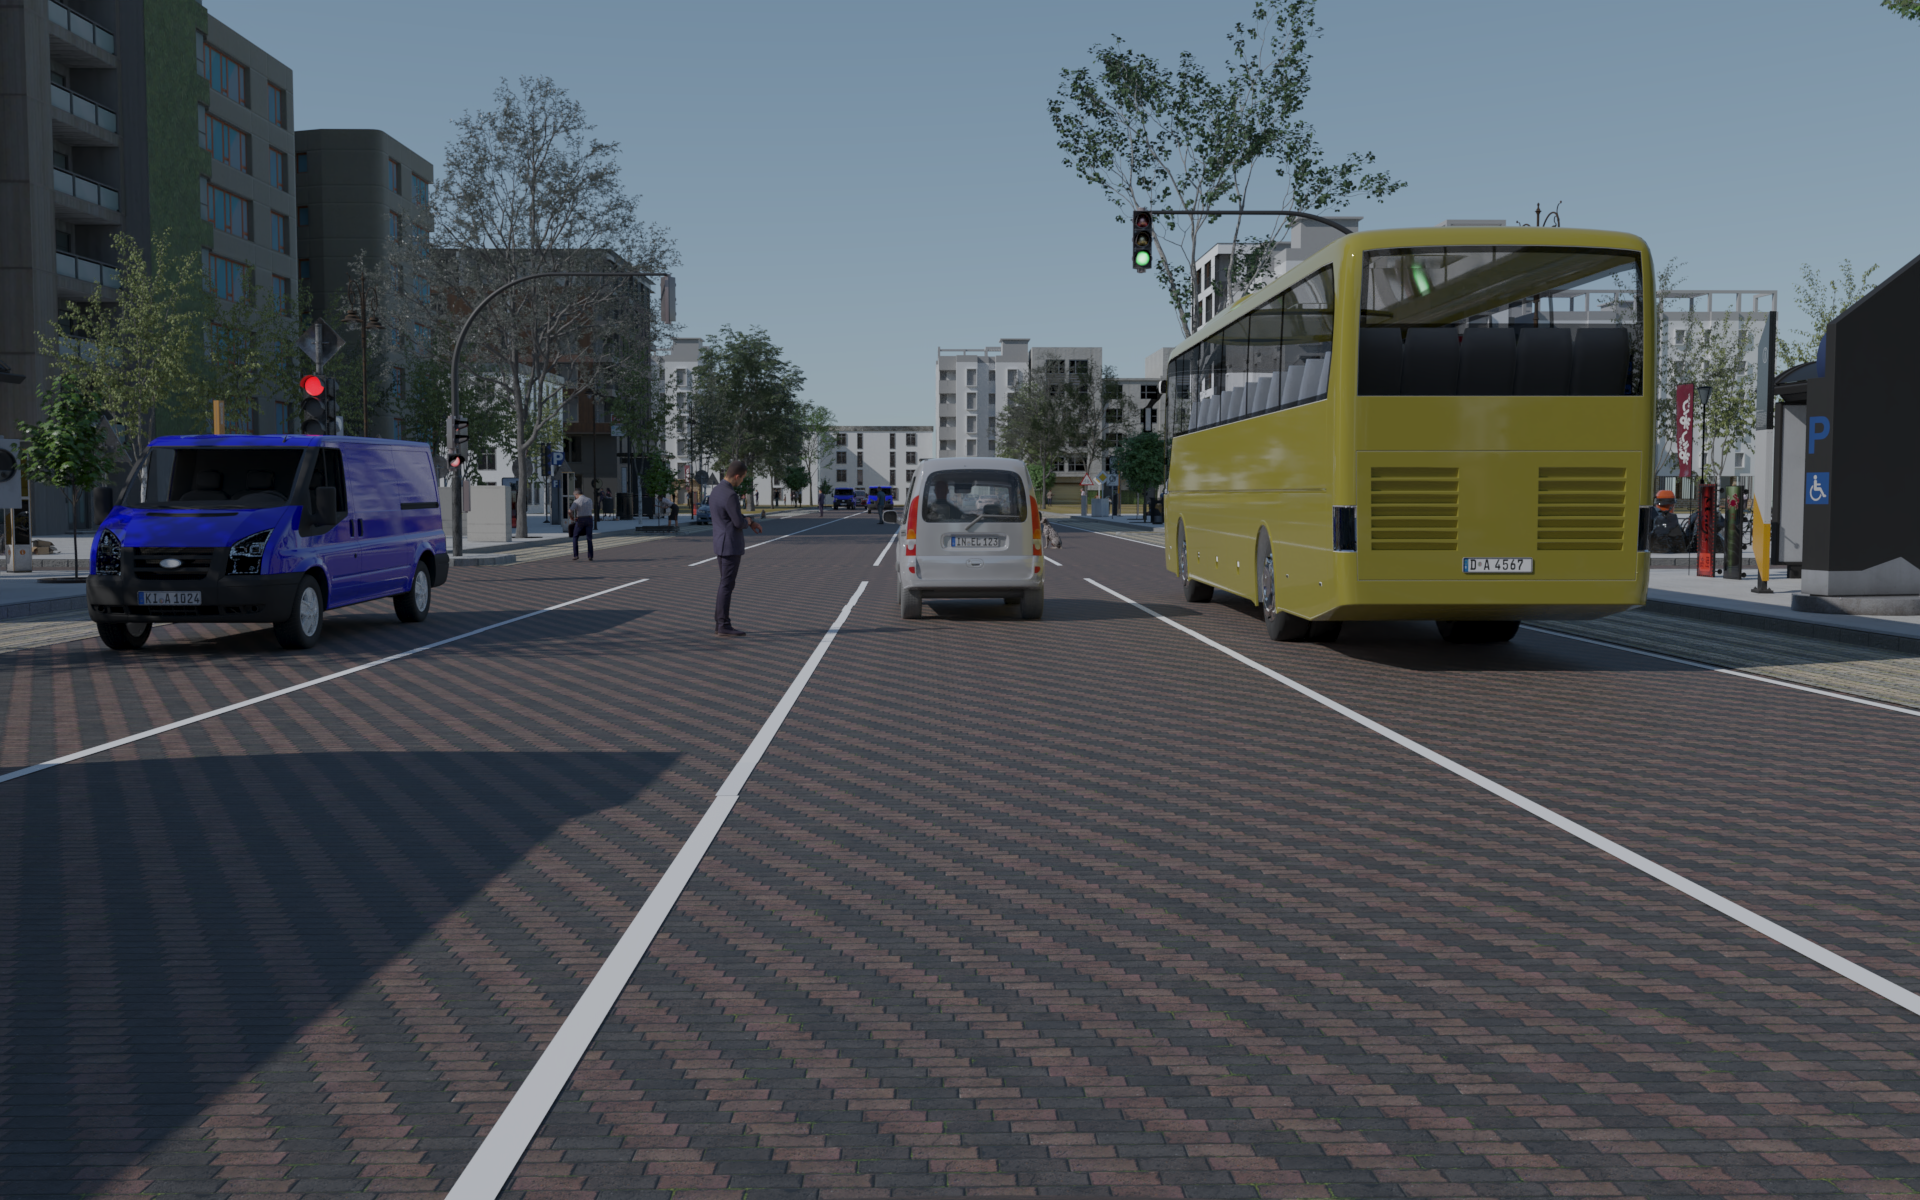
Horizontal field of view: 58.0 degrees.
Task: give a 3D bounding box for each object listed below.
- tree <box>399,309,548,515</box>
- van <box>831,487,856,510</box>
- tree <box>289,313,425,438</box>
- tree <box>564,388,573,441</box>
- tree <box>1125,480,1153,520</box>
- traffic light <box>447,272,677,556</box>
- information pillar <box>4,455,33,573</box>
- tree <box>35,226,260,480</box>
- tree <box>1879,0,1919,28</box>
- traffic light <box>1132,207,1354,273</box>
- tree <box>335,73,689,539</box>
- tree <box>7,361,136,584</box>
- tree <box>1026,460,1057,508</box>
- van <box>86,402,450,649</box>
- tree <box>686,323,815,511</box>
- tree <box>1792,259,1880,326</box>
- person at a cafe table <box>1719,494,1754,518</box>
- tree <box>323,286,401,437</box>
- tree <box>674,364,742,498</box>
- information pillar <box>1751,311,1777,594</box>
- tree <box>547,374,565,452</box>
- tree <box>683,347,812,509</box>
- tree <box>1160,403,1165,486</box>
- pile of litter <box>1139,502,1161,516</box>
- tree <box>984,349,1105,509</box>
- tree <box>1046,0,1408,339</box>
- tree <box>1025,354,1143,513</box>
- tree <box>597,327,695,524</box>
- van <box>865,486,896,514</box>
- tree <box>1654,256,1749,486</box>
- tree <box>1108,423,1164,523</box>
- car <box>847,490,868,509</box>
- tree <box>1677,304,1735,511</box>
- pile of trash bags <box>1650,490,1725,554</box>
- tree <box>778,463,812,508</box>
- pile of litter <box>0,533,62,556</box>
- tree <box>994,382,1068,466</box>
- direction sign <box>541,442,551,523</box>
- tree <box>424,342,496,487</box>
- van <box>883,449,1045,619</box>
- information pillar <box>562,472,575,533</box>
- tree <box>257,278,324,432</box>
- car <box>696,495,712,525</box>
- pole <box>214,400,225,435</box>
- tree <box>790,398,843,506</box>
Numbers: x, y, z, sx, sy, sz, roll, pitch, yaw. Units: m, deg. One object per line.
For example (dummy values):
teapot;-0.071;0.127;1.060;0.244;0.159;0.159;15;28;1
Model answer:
tree;-19.450;-7.211;68.266;4.737;8.622;4.395;0;3;0
van;-10.518;-9.390;157.917;2.240;2.365;5.245;0;4;-1
tree;-24.086;-7.229;68.562;4.360;8.622;3.978;0;3;0
tree;-25.222;-9.446;104.800;4.737;8.622;4.395;0;3;0
tree;8.963;-5.611;86.338;1.663;3.219;1.824;0;3;0
traffic light;-8.240;-3.730;35.646;4.771;5.953;1.251;0;4;-1
information pillar;-15.354;-1.451;28.208;0.304;2.012;0.304;3;4;39
tree;-22.612;-5.940;47.474;4.737;8.622;4.395;0;3;0
tree;9.636;-5.267;11.874;9.928;11.665;9.643;0;3;0
traffic light;5.094;-3.249;27.791;4.771;5.953;1.251;0;4;-1
tree;-12.615;-8.544;50.061;12.009;13.543;11.850;0;3;0
tree;-12.852;-1.880;25.347;1.663;3.219;1.824;0;3;0
tree;7.487;-10.754;159.546;4.285;4.588;4.351;0;3;0
van;-6.943;-0.818;17.753;2.240;2.365;5.245;0;4;0
tree;-15.561;-13.613;129.233;9.857;13.997;8.962;0;3;0
tree;27.011;-6.316;53.624;4.737;8.622;4.395;0;3;0
person at a cafe table;36.102;-4.418;80.752;1.622;1.524;1.698;2;4;26
tree;-22.324;-6.716;60.171;4.737;8.622;4.395;0;3;0
tree;-14.546;-9.081;98.831;4.360;8.622;3.978;0;3;0
information pillar;10.412;-1.900;22.426;0.183;3.616;0.504;1;4;9
tree;-25.265;-9.078;98.794;4.737;8.622;4.395;0;3;0
tree;-14.053;-10.702;109.395;7.601;10.594;8.767;1;4;10
tree;14.092;-9.614;107.543;4.360;8.622;3.978;0;3;0
pile of litter;11.418;-5.400;102.253;1.176;0.858;1.719;-3;5;-39
tree;7.231;-14.417;146.092;12.009;13.543;11.850;0;3;0
tree;10.132;-12.736;64.120;12.611;20.169;13.585;0;3;0
tree;8.430;-11.148;116.675;8.767;10.594;7.601;1;4;9
tree;-13.558;-7.539;73.627;4.737;8.622;4.395;0;3;0
van;-5.878;-7.539;127.654;2.240;2.365;5.245;0;4;-3
tree;21.654;-6.310;53.531;4.360;8.622;3.978;0;3;0
tree;8.308;-5.697;76.862;4.285;4.588;4.351;0;3;0
car;-9.812;-9.605;165.718;2.281;1.827;5.304;0;4;-2
tree;30.174;-7.216;68.350;4.737;8.622;4.395;0;3;0
pile of trash bags;16.027;-1.778;38.824;1.912;1.369;3.447;1;4;12
tree;-15.427;-10.884;161.671;4.285;4.588;4.351;0;3;0
pile of litter;-19.733;-1.394;36.755;1.176;0.858;1.719;1;4;15
tree;7.321;-15.678;174.468;7.486;12.596;7.792;0;3;0
direction sign;-18.252;-5.164;76.426;0.379;3.537;0.876;1;4;14
tree;-24.260;-8.072;82.334;4.360;8.622;3.978;0;3;0
van;0.064;-0.871;21.256;2.013;2.044;4.112;0;4;-3
information pillar;-13.056;-3.258;57.766;0.304;2.012;0.304;2;4;34
tree;-22.564;-6.304;53.434;4.737;8.622;4.395;0;3;0
car;-11.223;-4.197;80.630;2.014;1.417;4.499;0;4;-3
pole;-16.146;-2.690;37.827;0.158;3.312;0.155;0;3;0
tree;-16.316;-16.046;188.107;9.928;11.665;9.643;0;3;0
